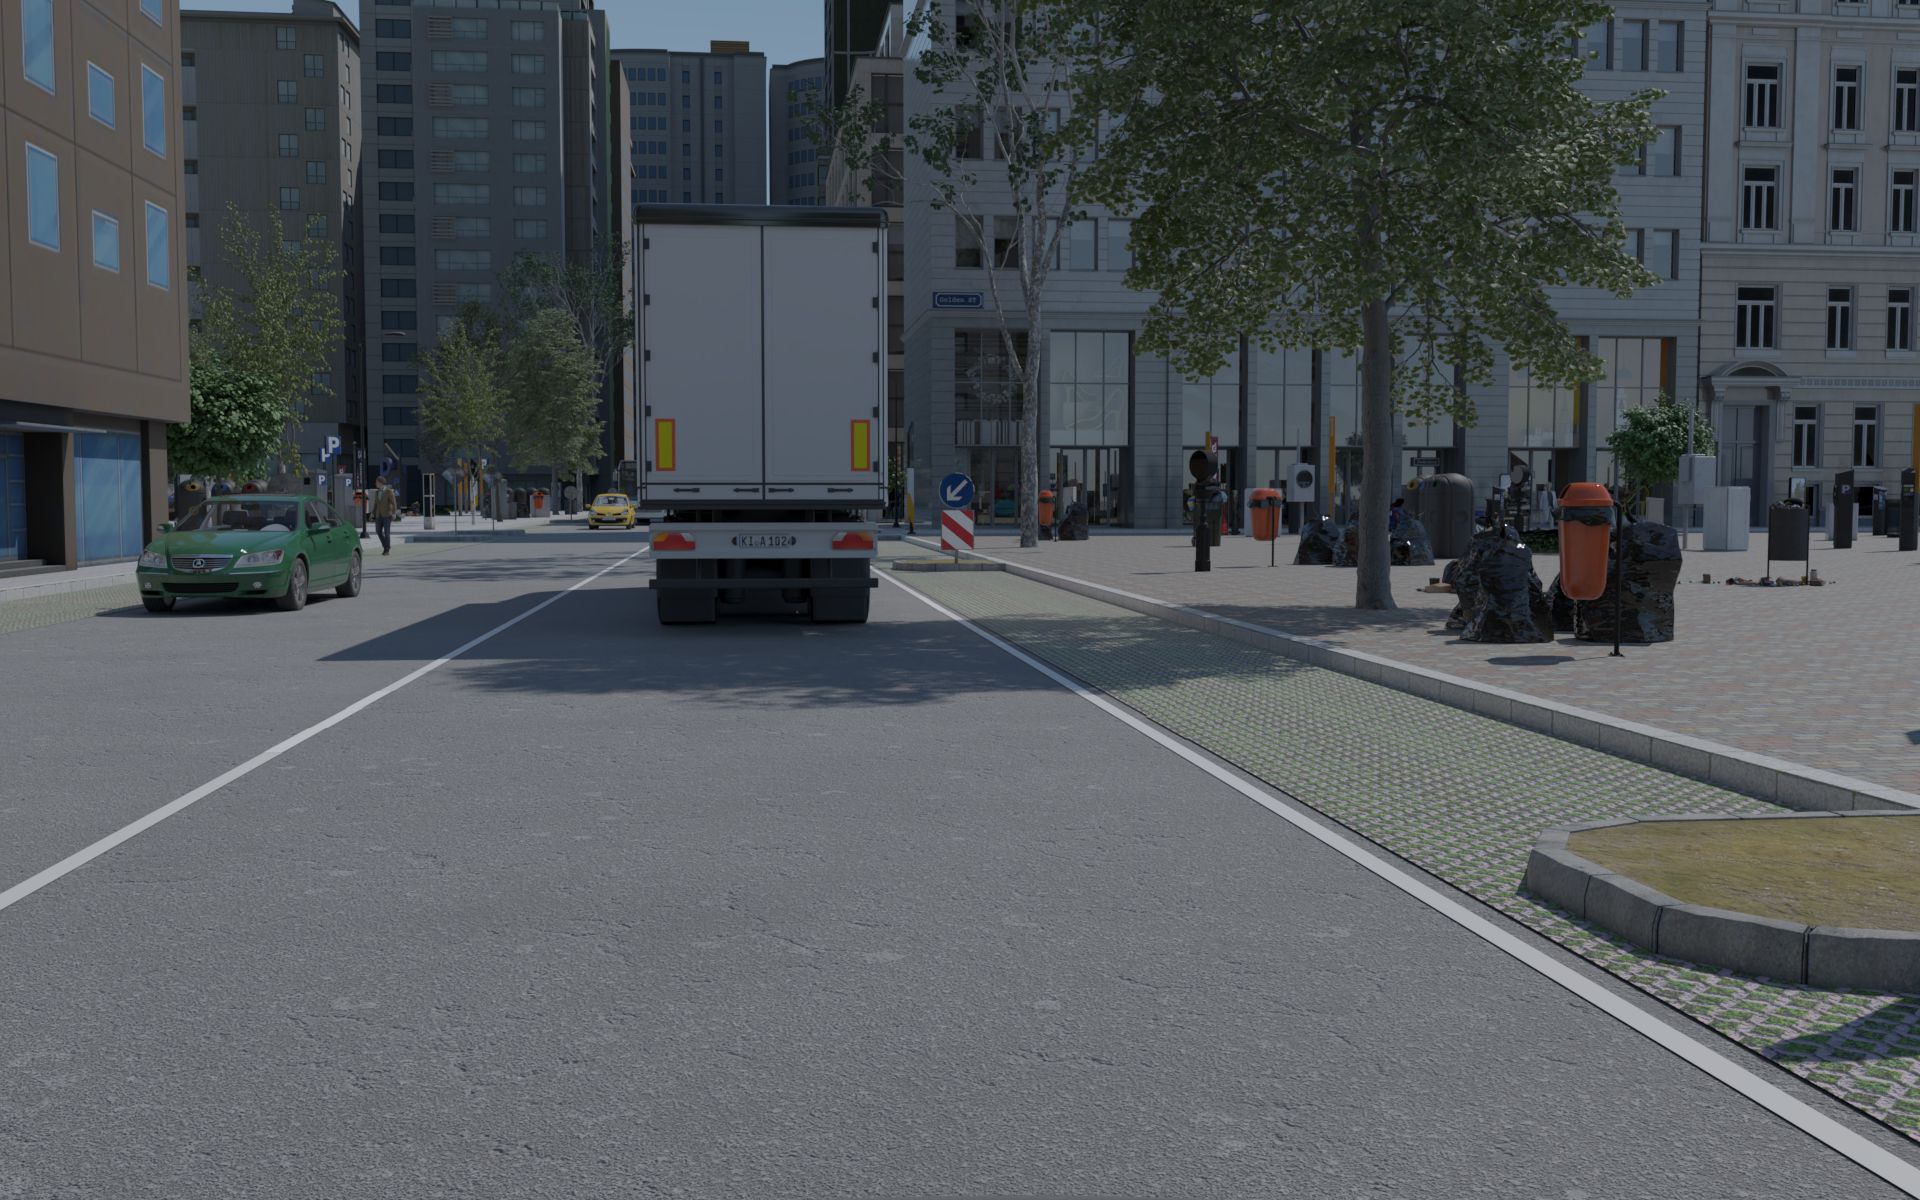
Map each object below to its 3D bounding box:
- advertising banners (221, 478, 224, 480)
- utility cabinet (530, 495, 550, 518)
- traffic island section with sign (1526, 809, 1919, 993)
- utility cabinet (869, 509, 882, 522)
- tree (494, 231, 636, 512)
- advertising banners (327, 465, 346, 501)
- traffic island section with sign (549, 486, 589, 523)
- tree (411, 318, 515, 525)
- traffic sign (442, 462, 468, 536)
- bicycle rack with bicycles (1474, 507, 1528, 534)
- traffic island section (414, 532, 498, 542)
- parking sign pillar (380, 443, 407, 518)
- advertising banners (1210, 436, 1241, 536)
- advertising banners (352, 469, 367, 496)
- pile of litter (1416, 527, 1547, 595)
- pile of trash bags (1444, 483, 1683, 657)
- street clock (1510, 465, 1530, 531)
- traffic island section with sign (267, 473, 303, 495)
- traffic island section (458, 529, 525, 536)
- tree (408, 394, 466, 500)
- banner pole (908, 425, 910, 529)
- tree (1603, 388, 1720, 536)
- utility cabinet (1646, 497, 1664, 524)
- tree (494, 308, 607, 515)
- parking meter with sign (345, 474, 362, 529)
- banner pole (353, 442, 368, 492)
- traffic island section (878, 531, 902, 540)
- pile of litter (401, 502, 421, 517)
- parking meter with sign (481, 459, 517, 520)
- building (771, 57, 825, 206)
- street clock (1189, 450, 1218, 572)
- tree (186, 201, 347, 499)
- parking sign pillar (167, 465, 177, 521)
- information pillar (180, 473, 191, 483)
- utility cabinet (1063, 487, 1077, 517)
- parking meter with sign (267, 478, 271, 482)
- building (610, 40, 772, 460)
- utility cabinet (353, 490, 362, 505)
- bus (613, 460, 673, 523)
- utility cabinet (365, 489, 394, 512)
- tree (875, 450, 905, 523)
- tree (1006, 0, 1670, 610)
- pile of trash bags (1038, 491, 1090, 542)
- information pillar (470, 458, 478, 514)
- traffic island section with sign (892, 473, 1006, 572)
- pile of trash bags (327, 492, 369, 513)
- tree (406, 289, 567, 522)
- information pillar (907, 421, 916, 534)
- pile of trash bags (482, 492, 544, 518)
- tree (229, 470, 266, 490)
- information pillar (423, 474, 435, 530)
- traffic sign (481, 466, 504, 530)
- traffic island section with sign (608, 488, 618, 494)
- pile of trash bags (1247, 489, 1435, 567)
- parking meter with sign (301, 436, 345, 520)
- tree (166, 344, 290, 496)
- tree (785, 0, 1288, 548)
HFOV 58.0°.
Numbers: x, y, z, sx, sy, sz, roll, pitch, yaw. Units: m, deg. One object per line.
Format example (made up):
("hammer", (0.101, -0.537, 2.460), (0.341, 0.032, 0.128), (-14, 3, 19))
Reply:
("advertising banners", (-55.358, -8.312, 132.094), (2.074, 3.025, 0.090), (0, 4, -8))
("utility cabinet", (-22.943, -5.106, 94.648), (1.020, 1.237, 0.306), (-2, 4, -26))
("traffic island section with sign", (3.078, 0.168, 5.881), (1.989, 1.847, 2.006), (0, 4, -7))
("utility cabinet", (-3.913, -4.226, 80.258), (0.306, 1.237, 1.020), (-2, 4, -26))
("tree", (-25.560, -16.320, 122.719), (12.611, 20.169, 13.585), (0, 3, 0))
("advertising banners", (-38.239, -6.664, 105.138), (2.074, 3.025, 0.090), (0, 4, 7))
("traffic island section with sign", (-19.203, -4.710, 85.644), (1.989, 1.847, 2.006), (0, 4, -7))
("tree", (-20.359, -7.429, 71.831), (4.737, 8.622, 4.395), (0, 3, 0))
("traffic sign", (-15.499, -3.031, 53.202), (0.795, 2.450, 0.064), (0, 4, -7))
("bicycle rack with bicycles", (14.650, -2.181, 49.046), (2.852, 0.926, 2.925), (3, 5, 42))
("traffic island section", (-15.521, -1.895, 53.261), (2.009, 0.180, 2.903), (0, 4, -7))
("parking sign pillar", (-30.053, -6.291, 91.329), (1.447, 3.967, 1.447), (3, 5, 42))
("advertising banners", (8.161, -3.496, 53.346), (0.090, 3.025, 2.074), (2, 4, 35))
("advertising banners", (-44.691, -8.034, 127.544), (2.074, 3.025, 0.090), (0, 4, 1))
("pile of litter", (6.848, -0.520, 22.471), (1.719, 0.858, 1.176), (3, 4, 37))
("pile of trash bags", (5.293, -0.328, 15.114), (1.912, 1.369, 3.447), (1, 4, 13))
("street clock", (14.003, -2.373, 43.366), (0.358, 2.002, 0.471), (-2, 4, -25))
("traffic island section with sign", (-12.583, -1.434, 32.079), (1.989, 1.847, 2.006), (0, 4, -7))
("traffic island section", (-16.502, -2.380, 61.186), (2.009, 0.180, 2.903), (0, 4, -7))
("tree", (-38.579, -10.813, 127.155), (4.360, 8.622, 3.978), (0, 3, 0))
("banner pole", (-1.767, -4.465, 63.018), (0.401, 3.779, 0.863), (1, 4, 9))
("tree", (21.785, -4.289, 53.831), (4.285, 4.588, 4.351), (0, 3, 0))
("utility cabinet", (13.169, -1.326, 32.835), (0.306, 1.237, 1.020), (1, 4, 20))
("tree", (-25.226, -11.491, 105.999), (7.486, 12.596, 7.792), (0, 3, 0))
("parking meter with sign", (-23.173, -4.199, 64.922), (1.738, 3.016, 0.543), (2, 4, 27))
("banner pole", (-28.766, -5.684, 82.950), (0.863, 3.779, 0.401), (1, 4, 14))
("traffic island section", (-2.974, -1.989, 54.803), (2.009, 0.180, 2.903), (0, 4, -7))
("pile of litter", (-31.325, -5.193, 98.876), (1.176, 0.858, 1.719), (0, 4, -8))
("parking meter with sign", (-22.868, -5.489, 86.007), (0.543, 3.016, 1.738), (3, 5, 40))
("building", (-11.093, -42.161, 231.330), (28.212, 58.520, 21.231), (0, 4, -7))
("street clock", (4.020, -1.471, 28.622), (0.358, 2.002, 0.471), (-2, 4, -34))
("tree", (-17.123, -5.675, 43.144), (4.737, 8.622, 4.395), (0, 3, 0))
("parking sign pillar", (-37.849, -5.746, 82.426), (1.447, 3.967, 1.447), (-3, 4, -39))
("information pillar", (-33.107, -5.065, 74.160), (0.504, 3.616, 0.183), (-1, 4, -21))
("utility cabinet", (3.349, -2.704, 52.896), (0.318, 1.500, 1.173), (1, 4, 9))
("parking meter with sign", (-32.985, -5.342, 83.605), (0.543, 3.016, 1.738), (3, 5, 41))
("building", (-39.535, -41.941, 227.739), (28.212, 58.520, 21.231), (0, 4, -7))
("utility cabinet", (-29.831, -4.739, 86.164), (0.318, 1.500, 1.173), (0, 4, 4))
("bus", (-14.725, -5.451, 83.976), (2.948, 3.499, 13.247), (0, 4, -6))
("utility cabinet", (-27.149, -4.436, 81.201), (1.173, 1.500, 0.318), (1, 4, 14))
("tree", (-3.091, -4.974, 75.929), (1.663, 3.219, 1.824), (0, 3, 0))
("tree", (4.245, -6.168, 18.969), (7.486, 12.596, 7.792), (0, 3, 0))
("pile of trash bags", (2.589, -2.333, 47.900), (1.912, 1.369, 3.447), (1, 4, 10))
("information pillar", (-31.329, -7.351, 111.550), (0.183, 3.616, 0.504), (3, 5, 40))
("traffic island section with sign", (-0.256, -1.477, 32.772), (1.989, 1.847, 2.006), (0, 4, -7))
("pile of trash bags", (-25.344, -3.640, 69.265), (3.447, 1.369, 1.912), (0, 4, 2))
("tree", (-21.524, -8.868, 79.411), (7.601, 10.594, 8.767), (0, 4, -2))
("information pillar", (-1.576, -3.918, 55.418), (0.183, 3.616, 0.504), (1, 4, 14))
("pile of trash bags", (-23.687, -5.060, 92.483), (1.912, 1.369, 3.447), (3, 4, 38))
("tree", (-33.348, -5.311, 81.435), (1.663, 3.219, 1.824), (0, 3, 0))
("information pillar", (-19.107, -3.536, 62.310), (0.304, 2.012, 0.304), (0, 4, 7))
("traffic sign", (-16.479, -3.516, 61.127), (0.795, 2.450, 0.064), (0, 4, -7))
("traffic island section with sign", (-22.537, -6.361, 112.636), (1.989, 1.847, 2.006), (0, 4, -7))
("pile of trash bags", (6.716, -1.311, 31.195), (3.447, 1.369, 1.912), (-1, 4, -22))
("parking meter with sign", (-19.531, -3.435, 52.425), (1.738, 3.016, 0.543), (2, 4, 30))
("tree", (-16.294, -3.313, 37.888), (4.285, 4.588, 4.351), (0, 3, 0))
("tree", (2.175, -11.414, 42.503), (12.611, 20.169, 13.585), (0, 3, 0))
